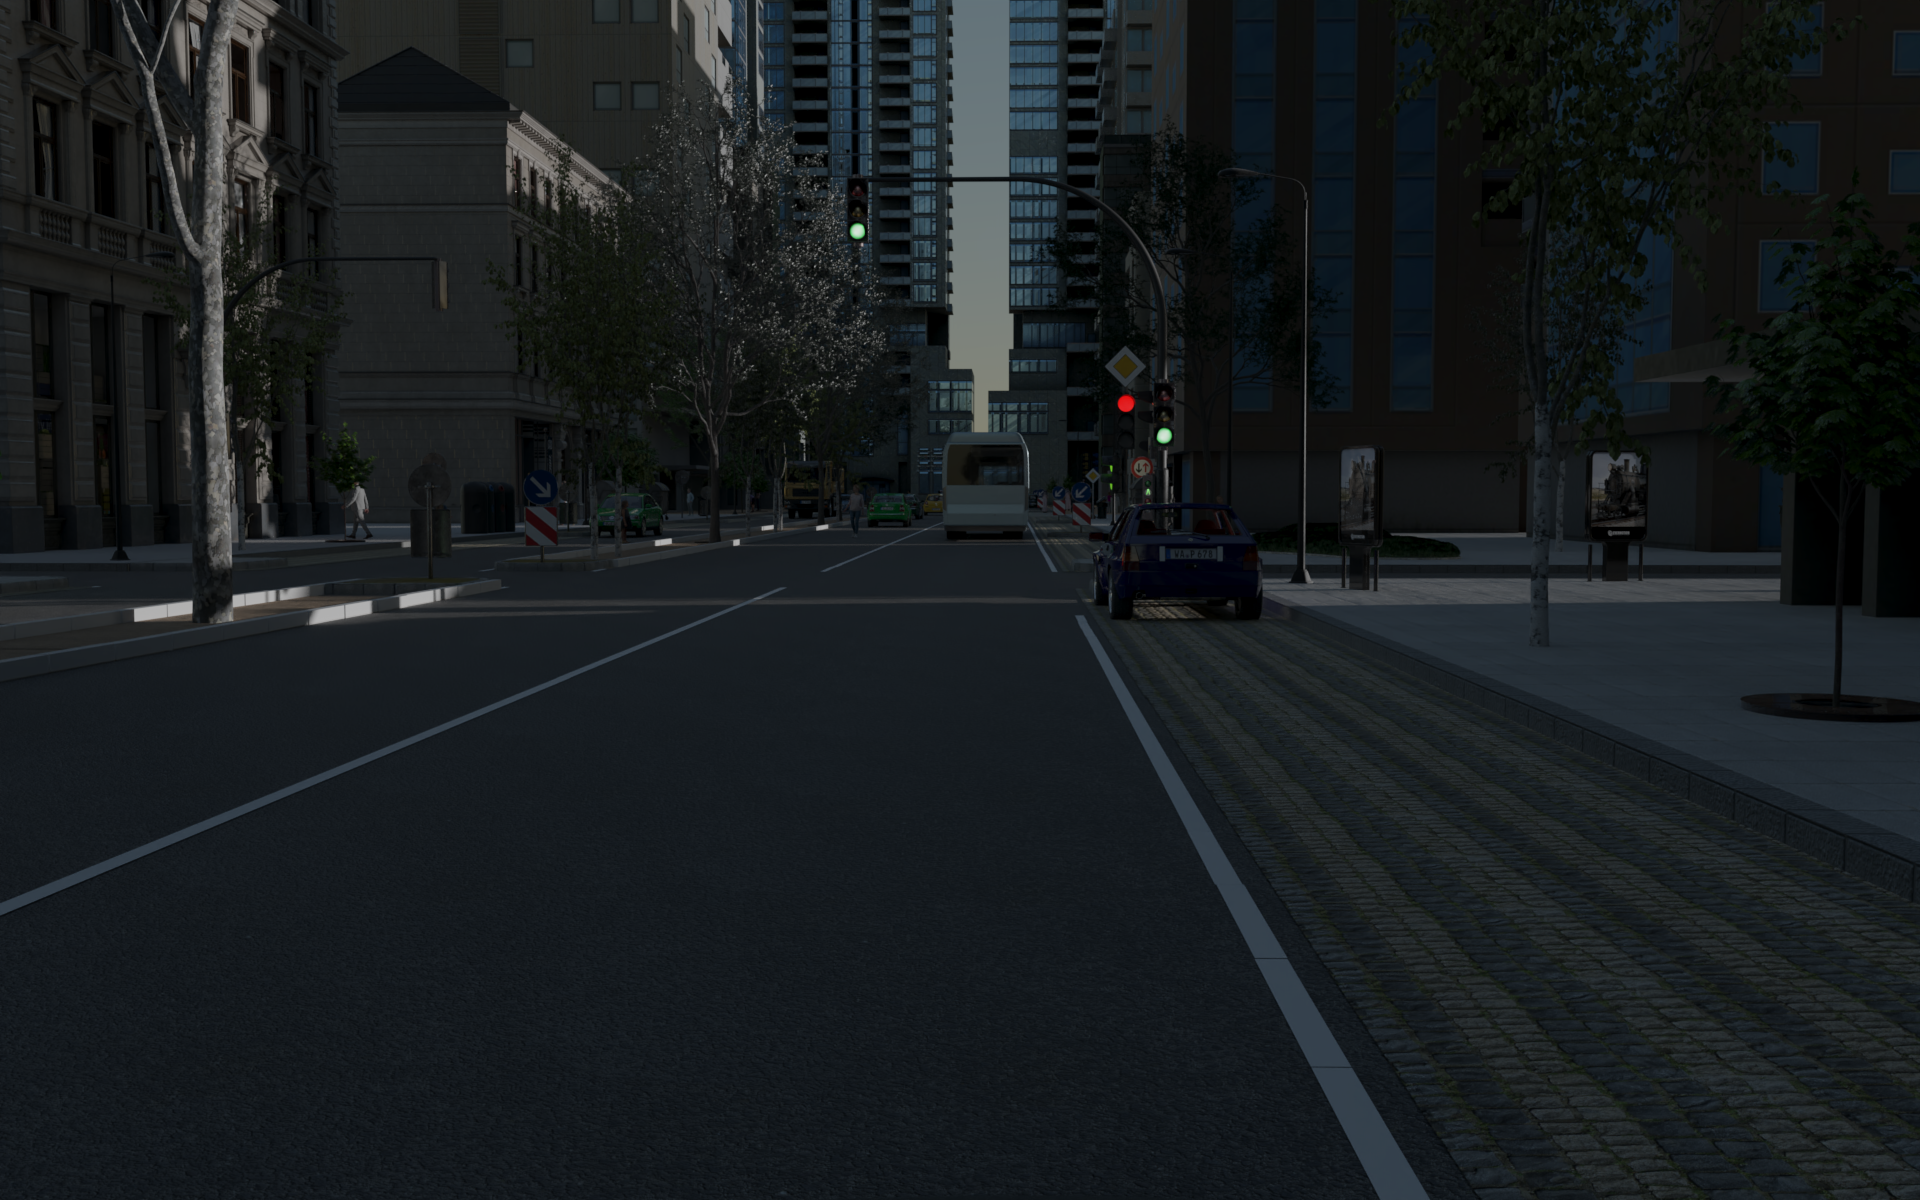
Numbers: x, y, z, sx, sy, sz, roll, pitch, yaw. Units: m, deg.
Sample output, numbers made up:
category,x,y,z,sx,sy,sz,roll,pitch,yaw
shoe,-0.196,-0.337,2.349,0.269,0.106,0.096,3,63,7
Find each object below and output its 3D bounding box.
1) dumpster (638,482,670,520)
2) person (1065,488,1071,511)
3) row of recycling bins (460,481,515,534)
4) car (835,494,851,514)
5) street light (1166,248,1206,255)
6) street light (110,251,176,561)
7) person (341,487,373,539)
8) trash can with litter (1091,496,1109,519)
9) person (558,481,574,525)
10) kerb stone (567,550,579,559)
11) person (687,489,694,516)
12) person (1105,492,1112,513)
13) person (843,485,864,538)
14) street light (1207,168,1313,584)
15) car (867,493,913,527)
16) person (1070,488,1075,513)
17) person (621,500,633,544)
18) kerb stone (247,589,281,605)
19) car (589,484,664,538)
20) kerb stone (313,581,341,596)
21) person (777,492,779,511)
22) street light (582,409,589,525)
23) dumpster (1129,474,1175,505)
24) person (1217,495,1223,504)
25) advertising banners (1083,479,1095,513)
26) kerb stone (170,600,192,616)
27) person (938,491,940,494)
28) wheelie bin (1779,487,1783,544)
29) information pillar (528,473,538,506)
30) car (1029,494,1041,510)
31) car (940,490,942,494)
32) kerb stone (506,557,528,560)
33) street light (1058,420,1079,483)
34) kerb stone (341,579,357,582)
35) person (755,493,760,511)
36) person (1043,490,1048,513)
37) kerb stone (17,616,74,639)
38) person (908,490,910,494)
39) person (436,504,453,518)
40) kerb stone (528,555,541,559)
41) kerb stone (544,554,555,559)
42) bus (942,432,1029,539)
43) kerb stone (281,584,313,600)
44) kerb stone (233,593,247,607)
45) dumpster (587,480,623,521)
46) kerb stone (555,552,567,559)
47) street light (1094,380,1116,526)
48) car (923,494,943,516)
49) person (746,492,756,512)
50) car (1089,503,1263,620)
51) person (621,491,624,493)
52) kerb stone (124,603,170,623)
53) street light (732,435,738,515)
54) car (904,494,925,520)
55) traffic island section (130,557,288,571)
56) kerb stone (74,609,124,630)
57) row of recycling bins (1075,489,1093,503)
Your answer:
category,x,y,z,sx,sy,sz,roll,pitch,yaw
dumpster,-14.912,-4.799,84.216,1.264,1.857,1.865,0,4,2
person,8.234,-7.714,132.835,0.621,1.740,0.551,2,4,23
row of recycling bins,-15.649,-3.070,57.315,1.069,1.692,3.534,0,4,4
car,-8.542,-7.001,126.474,2.014,1.417,4.499,0,4,3
street light,4.585,-3.690,32.868,1.470,5.913,1.316,0,4,2
street light,-15.720,-3.718,33.330,1.470,5.913,1.316,0,4,2
person,-17.197,-2.641,49.505,0.850,1.792,0.678,0,4,2
trash can with litter,7.096,-4.751,89.061,1.055,1.170,0.624,-1,4,-13
person,-15.996,-3.926,70.331,0.778,1.811,0.616,1,4,10
kerb stone,-8.707,-0.997,38.502,0.120,0.150,1.000,0,4,2
person,-15.821,-5.721,101.388,0.330,1.601,0.589,-3,4,-37
person,9.858,-6.459,114.874,0.991,1.433,0.599,-2,4,-26
person,-3.476,-2.921,56.931,0.731,1.740,0.598,0,4,8
street light,4.381,-3.200,24.855,1.470,5.913,1.316,0,4,2
car,-3.073,-4.124,76.219,1.959,1.807,4.718,0,4,1
person,7.778,-6.812,118.147,0.721,1.735,1.217,-2,4,-25
person,-9.675,-2.267,50.235,0.373,1.253,0.362,1,4,17
kerb stone,-9.178,-0.027,22.642,0.120,0.150,1.000,0,4,2
car,-11.247,-3.042,58.535,1.959,1.807,4.718,0,4,2
kerb stone,-9.123,-0.153,24.696,0.120,0.150,1.000,0,4,2
person,-13.935,-7.664,131.899,0.434,1.755,0.990,1,4,17
street light,-14.811,-6.015,70.884,1.470,5.913,1.316,0,4,2
dumpster,5.734,-2.810,51.698,1.264,1.857,1.865,0,4,2
person,6.579,-2.015,43.663,0.362,1.253,0.373,3,5,41
advertising banners,7.033,-6.048,95.077,0.090,3.025,2.074,2,4,24
kerb stone,-9.236,0.098,20.592,0.120,0.150,1.000,0,4,2
person,-1.874,-8.692,151.341,1.217,1.735,0.721,-2,4,-29
wheelie bin,15.503,-1.469,31.931,0.693,1.594,0.980,1,4,8
information pillar,-15.048,-3.462,61.099,0.304,2.012,0.304,0,4,-7
car,6.662,-9.082,158.271,2.009,1.686,4.222,0,4,2
car,-1.155,-9.231,159.602,2.281,1.827,5.304,0,4,2
kerb stone,-8.830,-0.747,34.408,0.120,0.150,1.000,0,4,2
street light,6.825,-8.283,107.963,1.470,5.913,1.316,0,4,2
kerb stone,-9.087,-0.216,25.722,0.120,0.150,1.000,0,4,2
person,-15.610,-7.737,133.254,0.721,1.736,1.217,-1,4,-19
person,6.491,-7.475,131.391,0.621,1.740,0.551,-3,5,-44
kerb stone,-9.328,0.286,17.526,0.120,0.150,1.000,0,4,2
person,-5.431,-10.734,184.015,0.705,1.823,1.348,1,4,14
person,-18.072,-2.986,60.357,1.012,1.151,0.738,1,4,12
kerb stone,-8.800,-0.809,35.430,0.120,0.150,1.000,0,4,2
kerb stone,-8.769,-0.872,36.456,0.120,0.150,1.000,0,4,2
bus,0.805,-3.862,58.001,2.948,3.499,13.247,0,4,0
kerb stone,-9.145,-0.087,23.666,0.120,0.150,1.000,0,4,2
kerb stone,-9.210,0.035,21.616,0.120,0.150,1.000,0,4,2
dumpster,-15.231,-4.180,74.105,1.264,1.857,1.865,0,4,2
kerb stone,-8.740,-0.927,37.481,0.120,0.150,1.000,0,4,2
street light,5.716,-5.986,70.415,1.470,5.913,1.316,0,4,2
car,-1.564,-6.491,116.355,2.015,1.641,3.980,0,4,0
person,-14.804,-6.936,122.674,0.697,1.427,0.421,-1,4,-15
car,2.566,-0.515,20.997,1.945,1.354,3.894,0,4,0
person,-17.157,-4.926,86.685,0.694,1.812,0.767,0,4,8
kerb stone,-9.265,0.162,19.571,0.120,0.150,1.000,0,4,2
street light,-13.566,-8.311,108.429,1.470,5.913,1.316,0,4,2
car,-3.105,-5.310,98.623,2.131,1.459,4.920,0,4,3
traffic island section,-14.383,-0.688,33.534,2.009,0.180,2.903,0,4,2
kerb stone,-9.303,0.225,18.549,0.120,0.150,1.000,0,4,2
row of recycling bins,7.191,-5.742,100.997,1.069,1.692,3.534,0,4,0
